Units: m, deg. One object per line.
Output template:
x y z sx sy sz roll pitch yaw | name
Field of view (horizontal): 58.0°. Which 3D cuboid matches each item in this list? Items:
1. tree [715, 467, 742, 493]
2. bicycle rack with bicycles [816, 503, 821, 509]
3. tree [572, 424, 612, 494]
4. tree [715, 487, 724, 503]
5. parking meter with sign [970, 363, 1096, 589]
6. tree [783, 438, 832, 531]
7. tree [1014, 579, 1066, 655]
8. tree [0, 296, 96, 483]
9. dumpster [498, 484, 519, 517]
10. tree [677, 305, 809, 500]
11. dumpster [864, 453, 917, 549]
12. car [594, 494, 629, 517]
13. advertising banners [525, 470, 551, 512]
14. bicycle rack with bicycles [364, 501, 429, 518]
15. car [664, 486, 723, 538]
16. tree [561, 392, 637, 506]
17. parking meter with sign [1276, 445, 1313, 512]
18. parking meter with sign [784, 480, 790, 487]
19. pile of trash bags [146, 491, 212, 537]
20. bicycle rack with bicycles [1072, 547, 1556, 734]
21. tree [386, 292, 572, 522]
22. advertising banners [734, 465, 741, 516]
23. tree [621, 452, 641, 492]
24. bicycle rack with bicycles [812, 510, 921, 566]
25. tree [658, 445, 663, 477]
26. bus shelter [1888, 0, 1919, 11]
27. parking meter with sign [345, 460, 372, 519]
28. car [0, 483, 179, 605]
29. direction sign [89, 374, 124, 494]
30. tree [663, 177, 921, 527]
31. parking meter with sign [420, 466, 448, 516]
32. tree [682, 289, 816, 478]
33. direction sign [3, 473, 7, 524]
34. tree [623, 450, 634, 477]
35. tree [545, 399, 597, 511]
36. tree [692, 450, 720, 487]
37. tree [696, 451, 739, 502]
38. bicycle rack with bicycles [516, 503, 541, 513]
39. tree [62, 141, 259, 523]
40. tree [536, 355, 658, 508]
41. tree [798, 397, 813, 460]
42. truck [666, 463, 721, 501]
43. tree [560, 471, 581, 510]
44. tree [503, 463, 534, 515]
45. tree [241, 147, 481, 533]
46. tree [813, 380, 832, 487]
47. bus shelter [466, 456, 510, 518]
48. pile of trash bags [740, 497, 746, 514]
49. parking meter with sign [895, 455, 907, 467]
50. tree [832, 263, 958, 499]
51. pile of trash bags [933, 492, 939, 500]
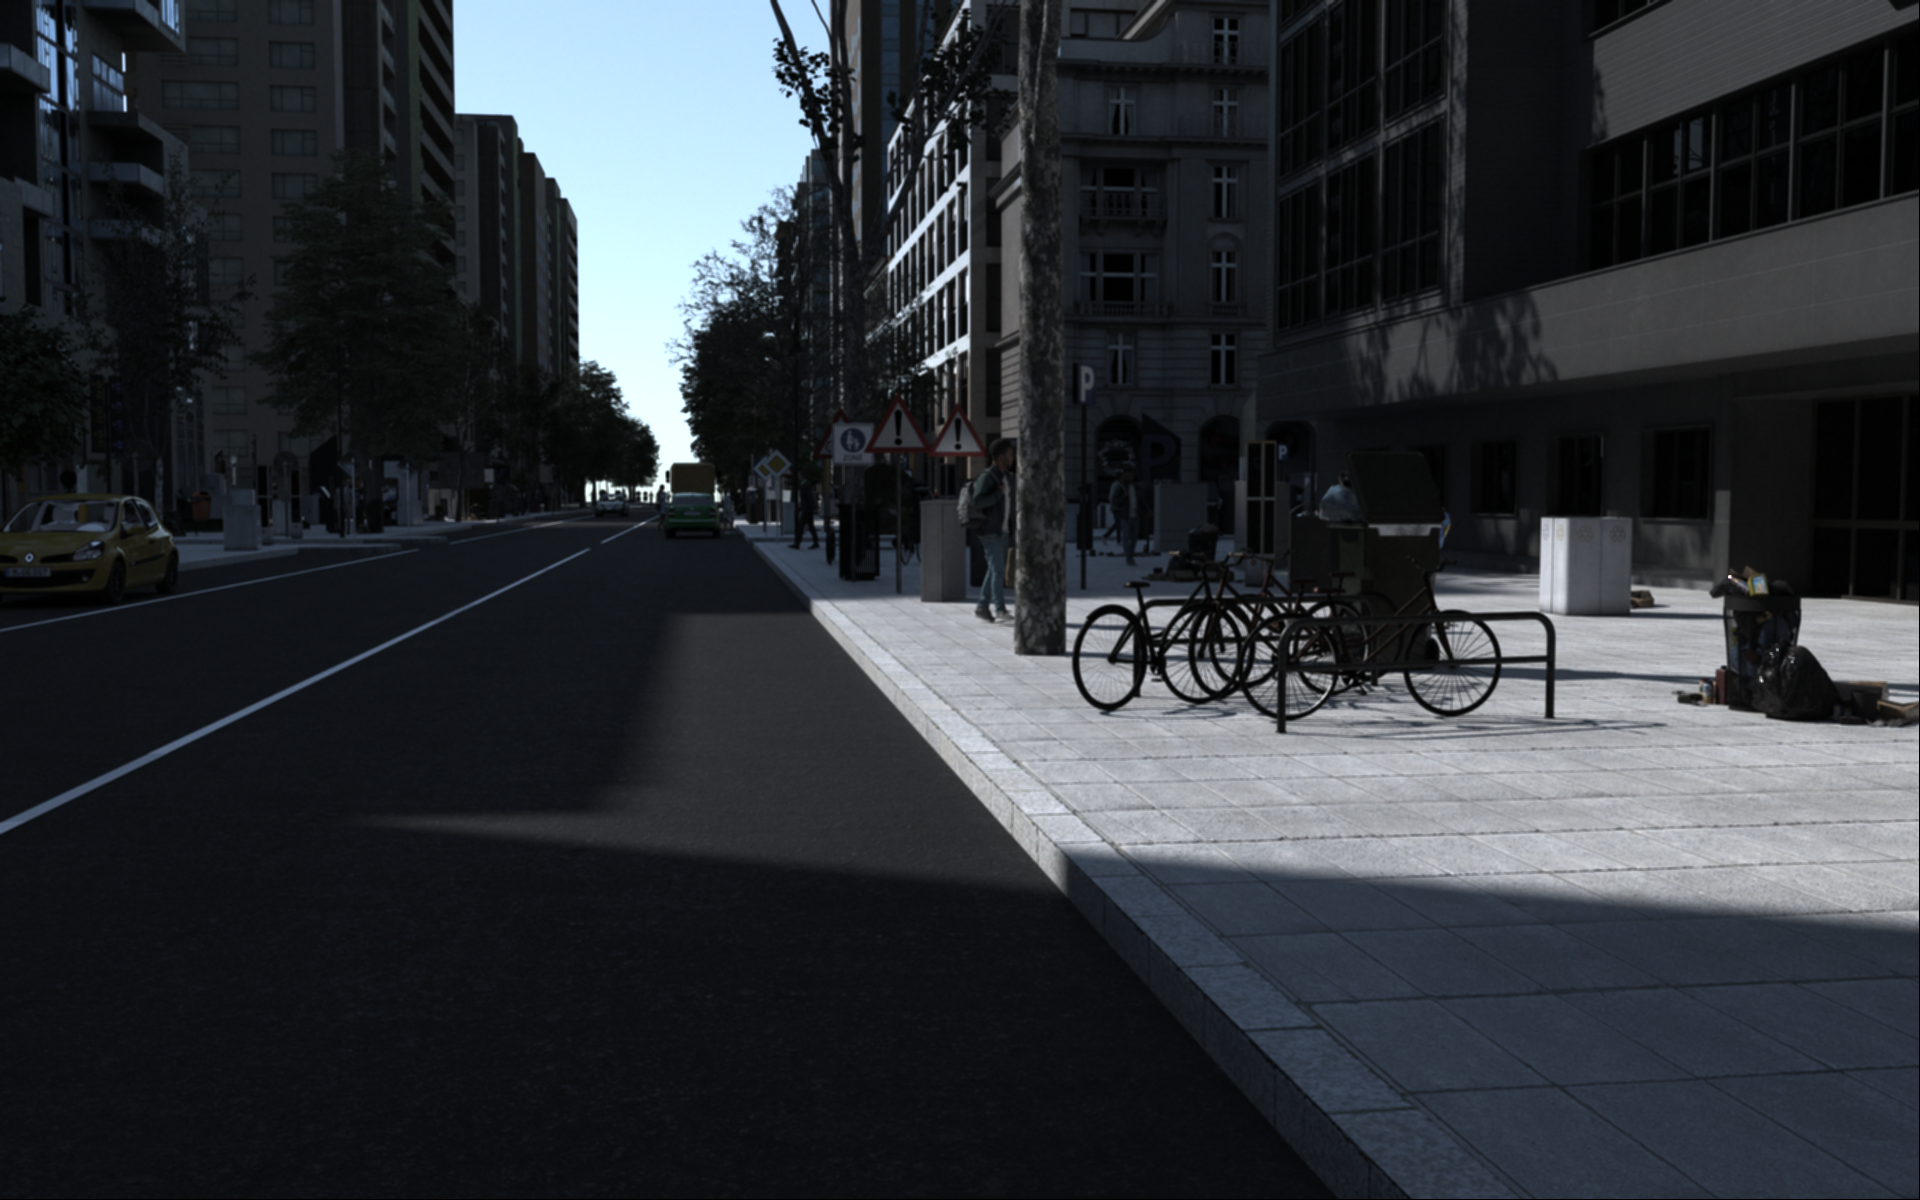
-25.454 -13.021 196.606 4.285 4.588 4.351 0 3 0 | tree
-10.598 -6.611 121.467 2.925 0.926 2.852 3 4 37 | bicycle rack with bicycles
-29.289 -11.166 116.972 8.767 10.594 7.601 2 4 31 | tree
-35.239 -16.000 256.207 1.663 3.219 1.824 0 3 0 | tree
0.952 -1.676 23.665 1.738 3.016 0.543 2 4 31 | parking meter with sign
-5.496 -4.032 60.518 1.663 3.219 1.824 0 3 0 | tree
-0.816 -9.646 13.604 12.611 20.169 13.585 0 3 0 | tree
-15.124 -2.641 26.896 4.285 4.588 4.351 0 3 0 | tree
-25.719 -5.653 98.188 1.264 1.857 1.865 -1 4 -8 | dumpster
-14.360 -12.803 115.979 9.857 13.997 8.962 0 3 0 | tree
-1.847 -2.343 40.803 1.502 2.255 1.985 -1 4 -9 | dumpster
-21.897 -5.944 108.982 2.131 1.459 4.920 0 4 -7 | car
-30.236 -7.805 123.795 2.074 3.025 0.090 -1 4 -10 | advertising banners
-30.226 -4.919 93.809 2.852 0.926 2.925 -3 5 -42 | bicycle rack with bicycles
-8.873 -2.988 57.647 1.959 1.807 4.718 0 4 -8 | car
-40.050 -16.647 189.194 9.611 12.733 9.660 0 3 0 | tree
11.863 -3.930 60.514 0.543 3.016 1.738 -3 4 -38 | parking meter with sign
-8.978 -5.671 88.983 0.543 3.016 1.738 1 4 13 | parking meter with sign
-24.193 -2.608 52.392 1.912 1.369 3.447 2 4 29 | pile of trash bags
2.050 0.178 10.474 2.925 0.926 2.852 -1 4 -19 | bicycle rack with bicycles
-22.868 -8.889 79.751 7.601 10.594 8.767 0 4 0 | tree
-13.267 -6.534 103.018 0.090 3.025 2.074 -1 4 -16 | advertising banners
-49.139 -18.522 253.202 4.737 8.622 4.395 0 3 0 | tree
-1.521 -1.129 31.849 2.852 0.926 2.925 0 4 7 | bicycle rack with bicycles
-51.370 -22.182 269.322 9.857 13.997 8.962 0 3 0 | tree
4.171 -0.540 2.750 2.014 3.302 5.546 -1 4 -8 | bus shelter
-30.657 -5.601 87.834 1.738 3.016 0.543 0 4 6 | parking meter with sign
-11.971 -0.814 23.533 2.015 1.641 3.980 -1 4 -10 | car
-16.262 -2.513 33.078 0.379 3.537 0.876 1 4 11 | direction sign
-6.453 -9.607 67.441 12.009 13.543 11.850 0 3 0 | tree
-30.925 -6.452 101.757 1.738 3.016 0.543 -3 4 -38 | parking meter with sign
-11.524 -10.840 95.353 7.486 12.596 7.792 0 3 0 | tree
-17.713 -2.451 32.067 0.379 3.537 0.876 1 4 21 | direction sign
-43.952 -17.125 214.411 7.601 10.594 8.767 -1 4 -17 | tree
-30.591 -11.302 135.152 4.360 8.622 3.978 0 3 0 | tree
-33.380 -20.150 246.452 9.611 12.733 9.660 0 3 0 | tree
-37.107 -20.372 267.487 7.601 10.594 8.767 1 4 13 | tree
-30.149 -6.469 119.148 2.925 0.926 2.852 -1 4 -23 | bicycle rack with bicycles
-17.041 -5.280 36.693 4.360 8.622 3.978 0 3 0 | tree
-35.077 -15.547 160.853 9.857 13.997 8.962 0 3 0 | tree
-8.231 -9.718 109.247 4.360 8.622 3.978 0 3 0 | tree
-16.257 -6.708 105.603 3.469 3.379 9.791 -1 4 -8 | truck
-31.891 -8.948 140.907 1.663 3.219 1.824 0 3 0 | tree
-26.386 -6.718 104.444 1.663 3.219 1.824 0 3 0 | tree
-19.747 -8.531 57.603 7.486 12.596 7.792 0 3 0 | tree
-4.905 -8.390 87.547 4.360 8.622 3.978 0 3 0 | tree
-25.613 -6.096 93.591 2.014 3.302 5.546 -1 4 -8 | bus shelter
-12.490 -6.162 110.501 3.447 1.369 1.912 1 4 9 | pile of trash bags
-2.610 -4.994 77.914 0.543 3.016 1.738 0 4 1 | parking meter with sign
-2.018 -6.449 55.803 4.360 8.622 3.978 0 3 0 | tree
0.089 -3.658 69.559 1.912 1.369 3.447 -3 5 -40 | pile of trash bags
